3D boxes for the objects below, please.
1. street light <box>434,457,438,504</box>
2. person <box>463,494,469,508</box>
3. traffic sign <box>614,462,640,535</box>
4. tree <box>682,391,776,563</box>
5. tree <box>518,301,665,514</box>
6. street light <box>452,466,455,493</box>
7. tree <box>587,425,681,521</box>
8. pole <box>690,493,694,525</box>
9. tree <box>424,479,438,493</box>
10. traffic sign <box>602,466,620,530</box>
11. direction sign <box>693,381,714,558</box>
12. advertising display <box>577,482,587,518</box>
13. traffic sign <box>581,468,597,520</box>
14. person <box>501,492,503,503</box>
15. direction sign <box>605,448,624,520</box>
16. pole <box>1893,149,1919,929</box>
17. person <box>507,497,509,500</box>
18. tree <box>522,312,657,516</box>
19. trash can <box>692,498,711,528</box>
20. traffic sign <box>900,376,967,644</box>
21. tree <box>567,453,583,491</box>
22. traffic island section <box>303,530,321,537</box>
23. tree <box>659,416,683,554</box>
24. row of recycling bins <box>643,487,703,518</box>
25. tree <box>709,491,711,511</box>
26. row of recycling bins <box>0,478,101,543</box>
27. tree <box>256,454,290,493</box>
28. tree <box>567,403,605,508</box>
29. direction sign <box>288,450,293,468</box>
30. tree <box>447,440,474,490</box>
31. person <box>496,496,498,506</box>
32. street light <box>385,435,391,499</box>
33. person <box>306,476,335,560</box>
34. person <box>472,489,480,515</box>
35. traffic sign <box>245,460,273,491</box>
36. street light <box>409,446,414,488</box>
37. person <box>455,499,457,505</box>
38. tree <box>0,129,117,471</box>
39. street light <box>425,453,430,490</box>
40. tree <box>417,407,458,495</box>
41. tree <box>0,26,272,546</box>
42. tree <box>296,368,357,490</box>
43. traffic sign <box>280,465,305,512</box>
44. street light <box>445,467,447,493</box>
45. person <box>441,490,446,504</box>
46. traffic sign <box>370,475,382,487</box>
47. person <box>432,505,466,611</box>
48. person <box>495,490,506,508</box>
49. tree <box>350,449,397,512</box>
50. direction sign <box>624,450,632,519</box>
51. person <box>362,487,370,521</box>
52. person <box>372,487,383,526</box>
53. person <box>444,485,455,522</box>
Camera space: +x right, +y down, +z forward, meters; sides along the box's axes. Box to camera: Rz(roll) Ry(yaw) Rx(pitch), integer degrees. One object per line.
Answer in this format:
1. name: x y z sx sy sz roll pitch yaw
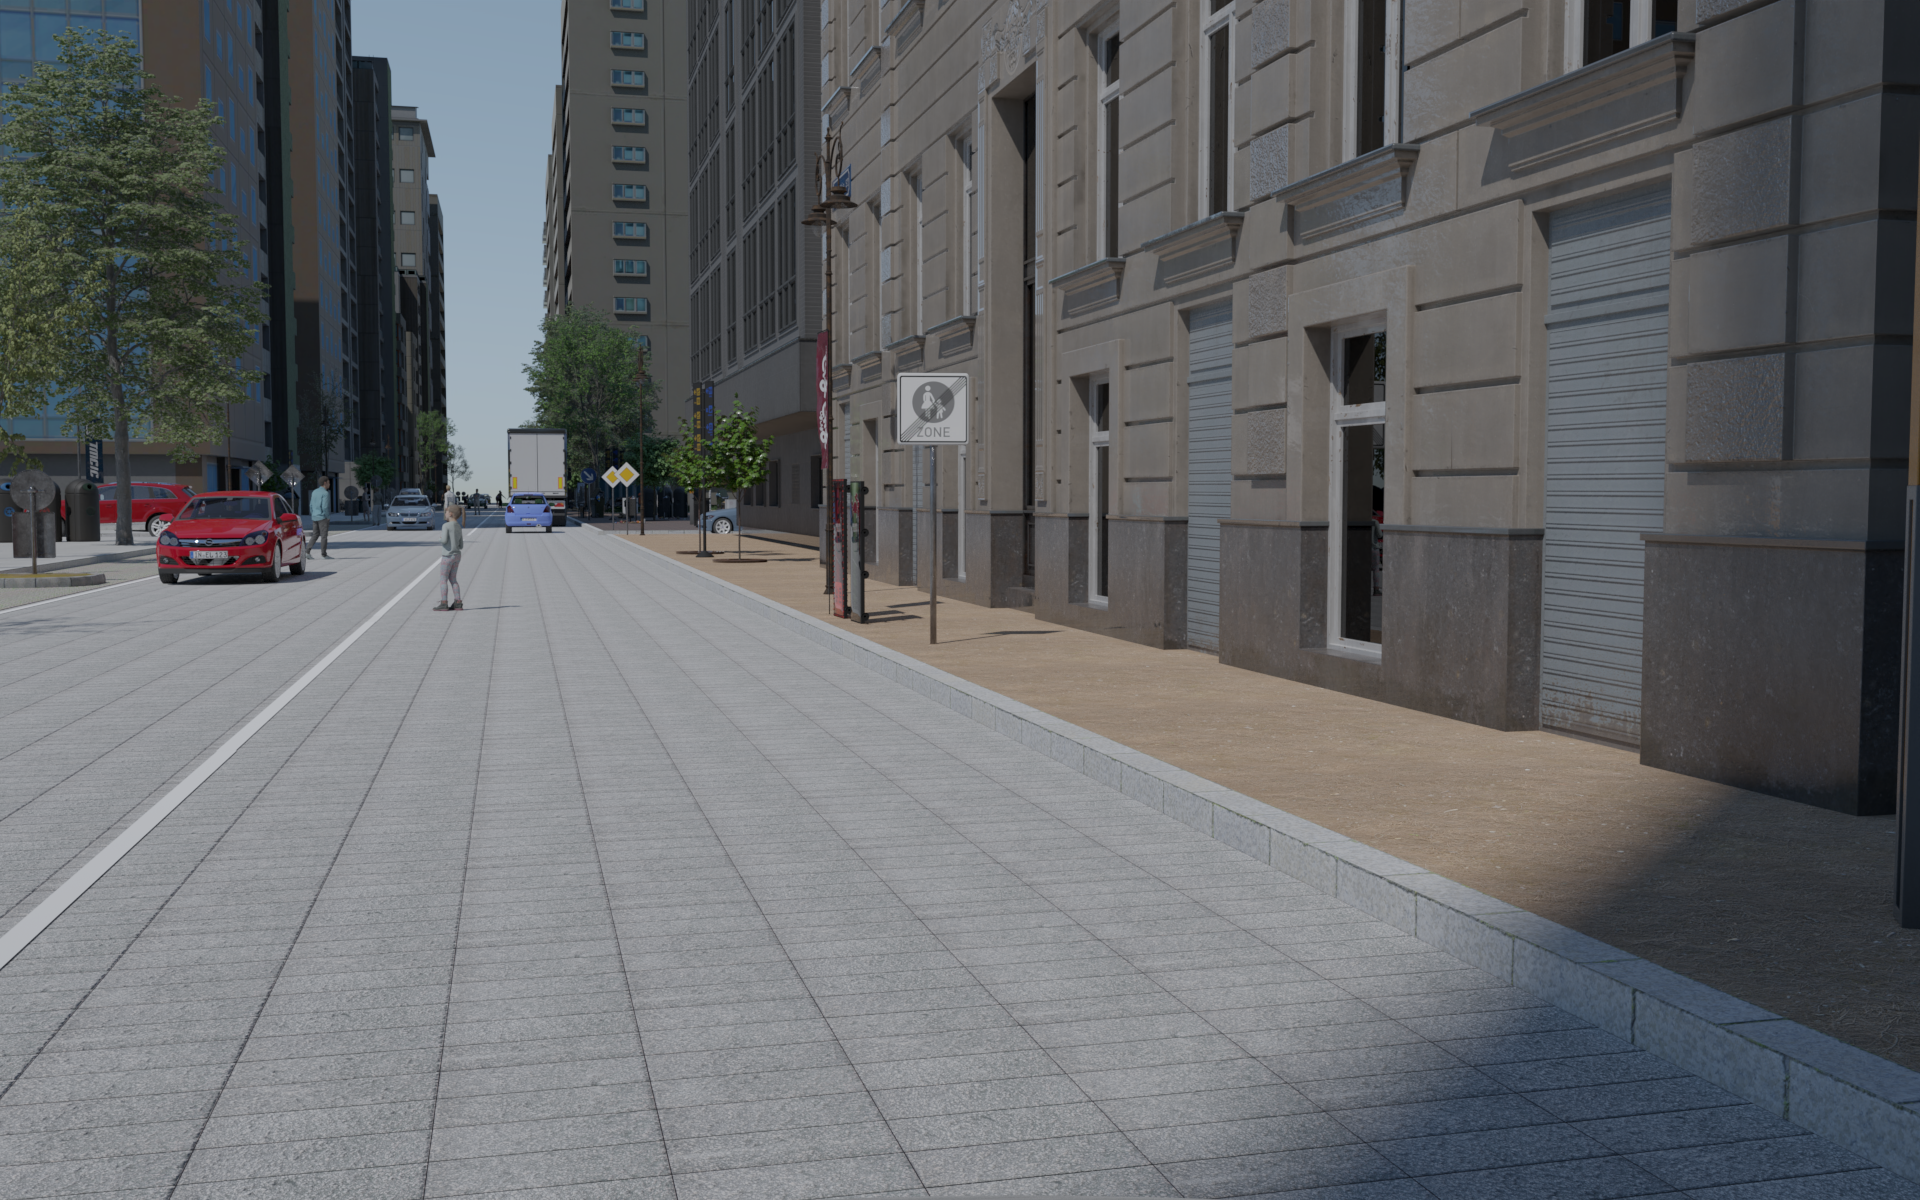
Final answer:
1. street light: -64.638 -14.726 213.550 0.468 5.910 1.993 -1 4 -14
2. person: -49.386 -9.883 173.313 0.697 1.427 0.421 3 4 39
3. traffic sign: -10.406 -3.087 54.120 0.795 2.450 0.064 -1 4 -14
4. tree: -4.281 -2.319 32.510 1.663 3.219 1.824 0 3 0
5. tree: -24.090 -12.633 113.207 9.857 13.997 8.962 0 3 0
6. street light: -80.081 -18.416 273.880 0.468 5.910 1.993 -1 4 -14
7. tree: -14.666 -6.058 82.755 4.285 4.588 4.351 0 3 0
8. pole: -11.233 -4.809 72.468 0.158 3.312 0.155 0 3 0
9. tree: -60.756 -12.455 198.243 1.663 3.219 1.824 0 3 0
10. traffic sign: -12.395 -3.560 61.855 0.795 2.450 0.064 -1 4 -14
11. direction sign: -5.173 -2.631 35.008 0.379 3.537 0.876 -2 4 -35
12. advertising display: -20.122 -5.322 92.236 0.123 1.923 0.974 -3 4 -38
13. traffic sign: -18.069 -5.150 84.313 0.768 2.556 0.104 -1 4 -13
14. person: -53.563 -11.787 202.153 0.436 1.711 0.756 -1 4 -21
15. direction sign: -17.223 -5.732 85.721 0.876 3.537 0.379 2 4 34
16. pole: 2.882 -0.686 5.064 0.158 3.312 0.155 0 3 0
17. person: -40.814 -9.143 157.979 0.705 1.826 1.348 1 4 23
18. tree: -21.003 -10.640 99.720 9.928 11.665 9.643 0 3 0
19. trash can: -9.907 -3.351 66.436 0.748 1.137 0.748 0 3 0
20. traffic sign: -0.229 -0.771 14.743 0.606 2.300 0.079 0 4 -5
21. tree: -26.788 -8.485 122.438 4.285 4.588 4.351 0 3 0
22. traffic island section: -22.828 -2.262 59.265 2.009 0.180 2.903 -1 4 -14
23. tree: -5.543 -2.592 36.973 1.663 3.219 1.824 0 3 0
24. row of recycling bins: -15.654 -5.357 94.696 3.534 1.692 1.069 1 4 9
25. tree: -18.279 -10.786 126.705 4.360 8.622 3.978 0 3 0
26. row of recycling bins: -24.791 -2.374 45.924 3.534 1.692 1.069 -2 4 -35
27. tree: -30.801 -5.043 77.047 1.663 3.219 1.824 0 3 0
28. tree: -29.845 -11.348 135.903 4.360 8.622 3.978 0 3 0
29. direction sign: -34.204 -5.907 88.570 0.379 3.537 0.876 0 4 -8
30. tree: -83.896 -21.479 285.596 7.601 10.594 8.767 -1 4 -18
31. person: -52.838 -11.386 197.886 0.421 1.427 0.697 0 4 0
32. street light: -43.960 -9.819 133.335 0.468 5.910 1.993 -1 4 -14
33. person: -14.047 -1.796 37.887 0.660 1.820 0.620 2 4 33
34. person: -32.344 -6.554 115.833 0.511 1.800 0.466 0 4 -6
35. traffic sign: -20.818 -2.925 51.474 0.795 2.450 0.064 -1 4 -14
36. street light: -51.857 -11.699 164.061 0.468 5.910 1.993 -1 4 -14
37. person: -23.109 -4.147 78.902 0.503 1.515 0.523 -3 5 -41
38. tree: -19.126 -5.101 33.770 4.737 8.622 4.395 0 3 0
39. street light: -59.802 -13.573 194.703 0.468 5.910 1.993 -1 4 -14
40. tree: -63.614 -17.095 205.264 9.928 11.665 9.643 0 3 0
41. tree: -21.336 -7.644 43.114 7.486 12.596 7.792 0 3 0
42. tree: -37.030 -9.174 100.363 4.360 8.622 3.978 0 3 0
43. traffic sign: -22.807 -3.399 59.209 0.795 2.450 0.064 -1 4 -14
44. street light: -72.326 -16.576 243.803 0.468 5.910 1.993 -1 4 -14
45. person: -41.383 -7.967 139.475 1.217 1.735 0.721 3 4 37
46. traffic sign: -39.484 -7.161 117.183 0.768 2.556 0.104 -1 4 -13
47. person: -6.276 -0.518 21.250 0.394 1.301 0.425 0 4 3
48. person: -46.749 -10.252 176.129 1.348 1.823 0.705 2 4 24
49. tree: -42.627 -8.694 125.859 4.285 4.588 4.351 0 3 0
50. direction sign: -17.326 -5.991 89.944 0.876 3.537 0.379 2 4 34
51. person: -29.019 -4.642 84.736 0.374 1.781 0.599 -3 4 -39
52. person: -26.274 -4.220 78.041 0.362 1.759 0.519 3 5 40
53. person: -20.896 -3.808 70.981 0.478 1.798 0.641 -2 4 -32
